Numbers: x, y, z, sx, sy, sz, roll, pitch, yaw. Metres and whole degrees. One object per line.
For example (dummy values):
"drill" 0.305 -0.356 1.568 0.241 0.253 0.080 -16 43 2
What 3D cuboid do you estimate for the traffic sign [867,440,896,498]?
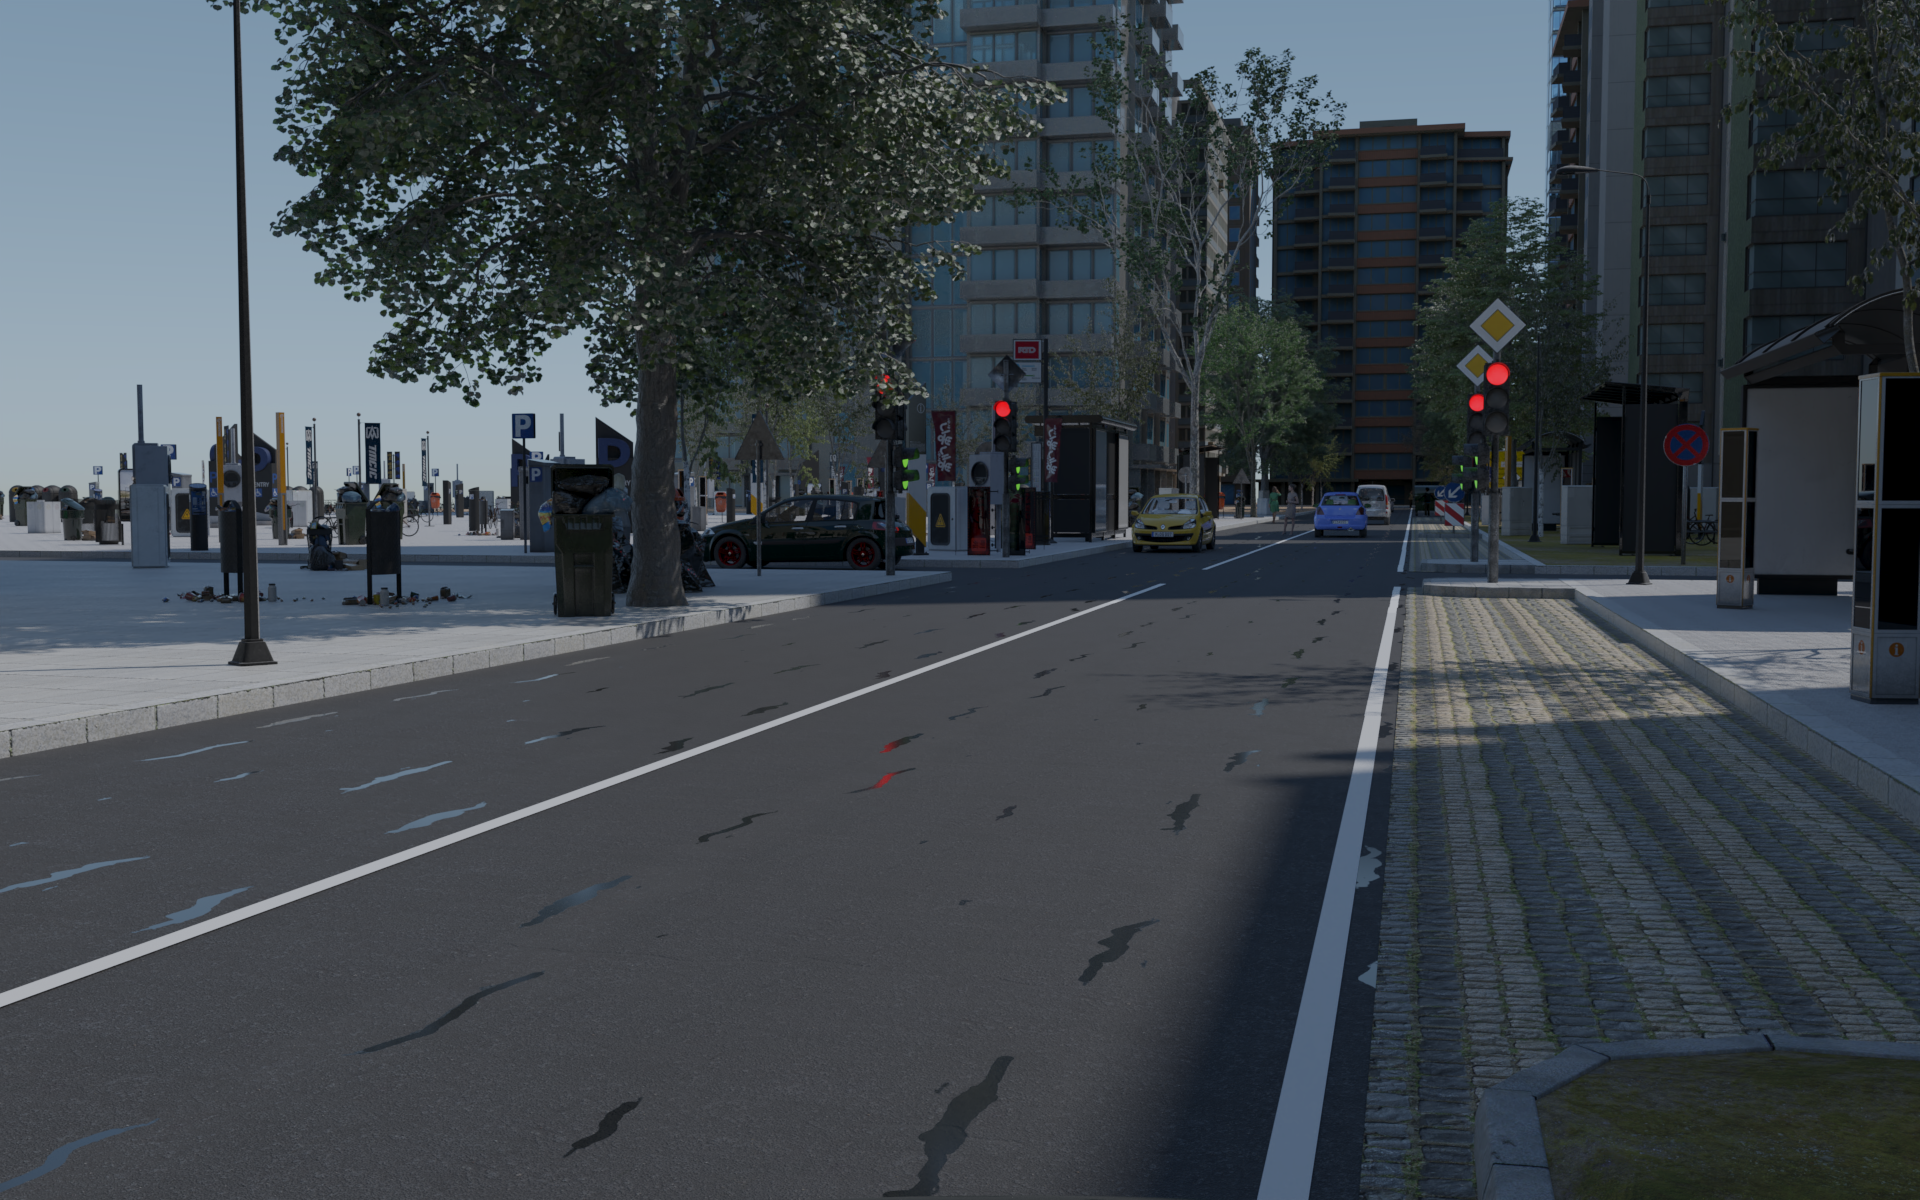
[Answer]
"traffic sign" -1.494 -2.157 35.270 0.884 2.594 0.081 1 4 19

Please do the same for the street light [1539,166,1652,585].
"street light" 9.122 -3.181 24.556 1.470 5.913 1.316 1 4 15

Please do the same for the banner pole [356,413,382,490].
"banner pole" -18.241 -3.874 53.350 0.863 3.779 0.401 -1 4 -22

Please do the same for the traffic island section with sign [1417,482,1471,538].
"traffic island section with sign" 16.013 -2.932 56.564 1.989 1.847 2.006 1 4 15

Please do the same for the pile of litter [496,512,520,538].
"pile of litter" -12.947 -2.250 50.758 1.176 0.858 1.719 -2 4 -32

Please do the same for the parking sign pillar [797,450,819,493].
"parking sign pillar" -9.229 -7.150 105.368 1.447 3.967 1.447 -3 4 -36

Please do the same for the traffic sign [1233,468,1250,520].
"traffic sign" 14.117 -5.314 86.889 0.884 2.594 0.081 1 4 16

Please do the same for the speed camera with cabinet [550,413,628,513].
"speed camera with cabinet" -9.067 -2.935 42.321 2.038 3.252 0.660 2 4 31

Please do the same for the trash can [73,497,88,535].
"trash can" -27.702 -2.643 54.873 0.748 1.137 0.748 0 3 0

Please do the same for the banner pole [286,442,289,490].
"banner pole" -32.646 -5.732 83.739 0.401 3.779 0.863 1 4 19

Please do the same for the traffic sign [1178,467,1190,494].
"traffic sign" 10.541 -4.937 80.828 0.768 2.556 0.104 1 4 15

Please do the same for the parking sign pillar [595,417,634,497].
"parking sign pillar" -12.031 -4.401 60.429 1.447 3.967 1.447 -1 4 -15

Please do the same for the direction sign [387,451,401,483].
"direction sign" -30.075 -6.118 92.030 0.876 3.537 0.379 2 4 24

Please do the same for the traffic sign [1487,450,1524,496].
"traffic sign" 25.413 -5.286 80.298 2.265 3.308 0.079 1 4 21

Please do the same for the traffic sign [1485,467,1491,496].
"traffic sign" 23.687 -4.763 77.983 0.768 2.556 0.104 1 4 21

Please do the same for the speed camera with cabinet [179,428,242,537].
"speed camera with cabinet" -22.526 -3.521 51.908 2.038 3.252 0.660 -1 4 -13

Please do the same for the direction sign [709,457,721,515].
"direction sign" -15.023 -6.981 106.129 0.379 3.537 0.876 3 5 45

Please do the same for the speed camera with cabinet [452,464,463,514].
"speed camera with cabinet" -32.187 -7.284 113.429 2.038 3.252 0.660 -1 4 -16

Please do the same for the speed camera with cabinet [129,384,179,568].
"speed camera with cabinet" -14.370 -2.228 30.766 0.660 3.252 2.038 -1 4 -22

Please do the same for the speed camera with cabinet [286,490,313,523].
"speed camera with cabinet" -29.585 -5.006 76.181 0.660 3.252 2.038 3 4 38

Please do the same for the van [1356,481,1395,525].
"van" 19.367 -4.547 81.348 2.013 2.044 4.112 1 4 15

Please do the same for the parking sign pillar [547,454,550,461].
"parking sign pillar" -27.883 -7.804 116.062 1.447 3.967 1.447 0 4 5

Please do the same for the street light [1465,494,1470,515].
"street light" 22.418 -6.284 75.289 1.470 5.913 1.316 1 4 15

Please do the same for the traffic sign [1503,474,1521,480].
"traffic sign" 25.416 -4.811 79.853 0.795 2.450 0.064 1 4 20

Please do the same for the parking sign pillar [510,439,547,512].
"parking sign pillar" -21.119 -5.843 84.007 1.447 3.967 1.447 0 4 7

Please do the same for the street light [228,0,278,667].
"street light" -4.809 -2.458 12.734 1.470 5.913 1.316 1 4 15

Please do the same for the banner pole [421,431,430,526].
"banner pole" -21.081 -4.793 68.385 0.401 3.779 0.863 0 4 7

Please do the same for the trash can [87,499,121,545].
"trash can" -21.645 -1.979 44.013 0.748 1.137 0.748 0 3 0

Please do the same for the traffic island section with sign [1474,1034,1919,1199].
"traffic island section with sign" 1.963 0.343 3.019 1.989 1.847 2.006 1 4 15

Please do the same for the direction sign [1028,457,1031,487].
"direction sign" 4.371 -7.008 106.581 0.379 3.537 0.876 -1 4 -21

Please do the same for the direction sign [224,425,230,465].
"direction sign" -24.258 -3.998 57.364 0.379 3.537 0.876 -2 4 -31

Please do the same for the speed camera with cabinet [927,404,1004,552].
"speed camera with cabinet" 0.146 -2.713 38.695 0.660 3.252 2.038 -3 5 -44

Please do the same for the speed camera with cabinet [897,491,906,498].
"speed camera with cabinet" -2.508 -5.508 84.386 0.660 3.252 2.038 1 4 16

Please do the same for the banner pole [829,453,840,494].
"banner pole" -6.595 -6.230 91.882 0.863 3.779 0.401 2 4 31

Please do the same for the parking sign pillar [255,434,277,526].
"parking sign pillar" -28.656 -5.045 70.956 1.447 3.967 1.447 1 4 11

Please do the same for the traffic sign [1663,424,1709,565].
"traffic sign" 13.159 -1.916 31.433 0.768 2.556 0.104 1 4 22

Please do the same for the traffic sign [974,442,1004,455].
"traffic sign" 0.694 -2.564 42.029 0.768 2.556 0.104 1 4 18

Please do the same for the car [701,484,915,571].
"car" -2.944 -1.418 32.963 4.222 1.686 2.009 1 4 13

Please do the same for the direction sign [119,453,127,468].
"direction sign" -45.794 -6.292 94.870 0.876 3.537 0.379 3 5 42

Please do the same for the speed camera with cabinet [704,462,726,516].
"speed camera with cabinet" -14.613 -6.701 103.892 2.038 3.252 0.660 2 4 30

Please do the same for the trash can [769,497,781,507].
"trash can" -8.933 -4.375 83.184 0.748 1.137 0.748 0 3 0

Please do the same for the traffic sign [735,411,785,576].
"traffic sign" -3.140 -1.652 27.018 0.884 2.594 0.081 2 4 23

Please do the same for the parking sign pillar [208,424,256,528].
"parking sign pillar" -27.955 -4.727 65.764 1.447 3.967 1.447 1 4 11

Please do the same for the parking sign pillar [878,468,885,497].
"parking sign pillar" -4.310 -6.759 98.979 1.447 3.967 1.447 1 4 12

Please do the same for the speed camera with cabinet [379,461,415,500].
"speed camera with cabinet" -33.512 -6.649 103.053 2.038 3.252 0.660 -1 4 -21

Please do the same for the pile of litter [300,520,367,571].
"pile of litter" -10.668 -0.952 29.535 1.176 0.858 1.719 -1 4 -14

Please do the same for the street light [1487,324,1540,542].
"street light" 14.824 -4.507 46.222 1.470 5.913 1.316 1 4 15

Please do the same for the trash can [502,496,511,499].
"trash can" -29.242 -6.138 112.003 0.748 1.137 0.748 0 3 0

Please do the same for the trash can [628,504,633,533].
"trash can" -10.613 -2.749 56.606 0.748 1.137 0.748 0 3 0
